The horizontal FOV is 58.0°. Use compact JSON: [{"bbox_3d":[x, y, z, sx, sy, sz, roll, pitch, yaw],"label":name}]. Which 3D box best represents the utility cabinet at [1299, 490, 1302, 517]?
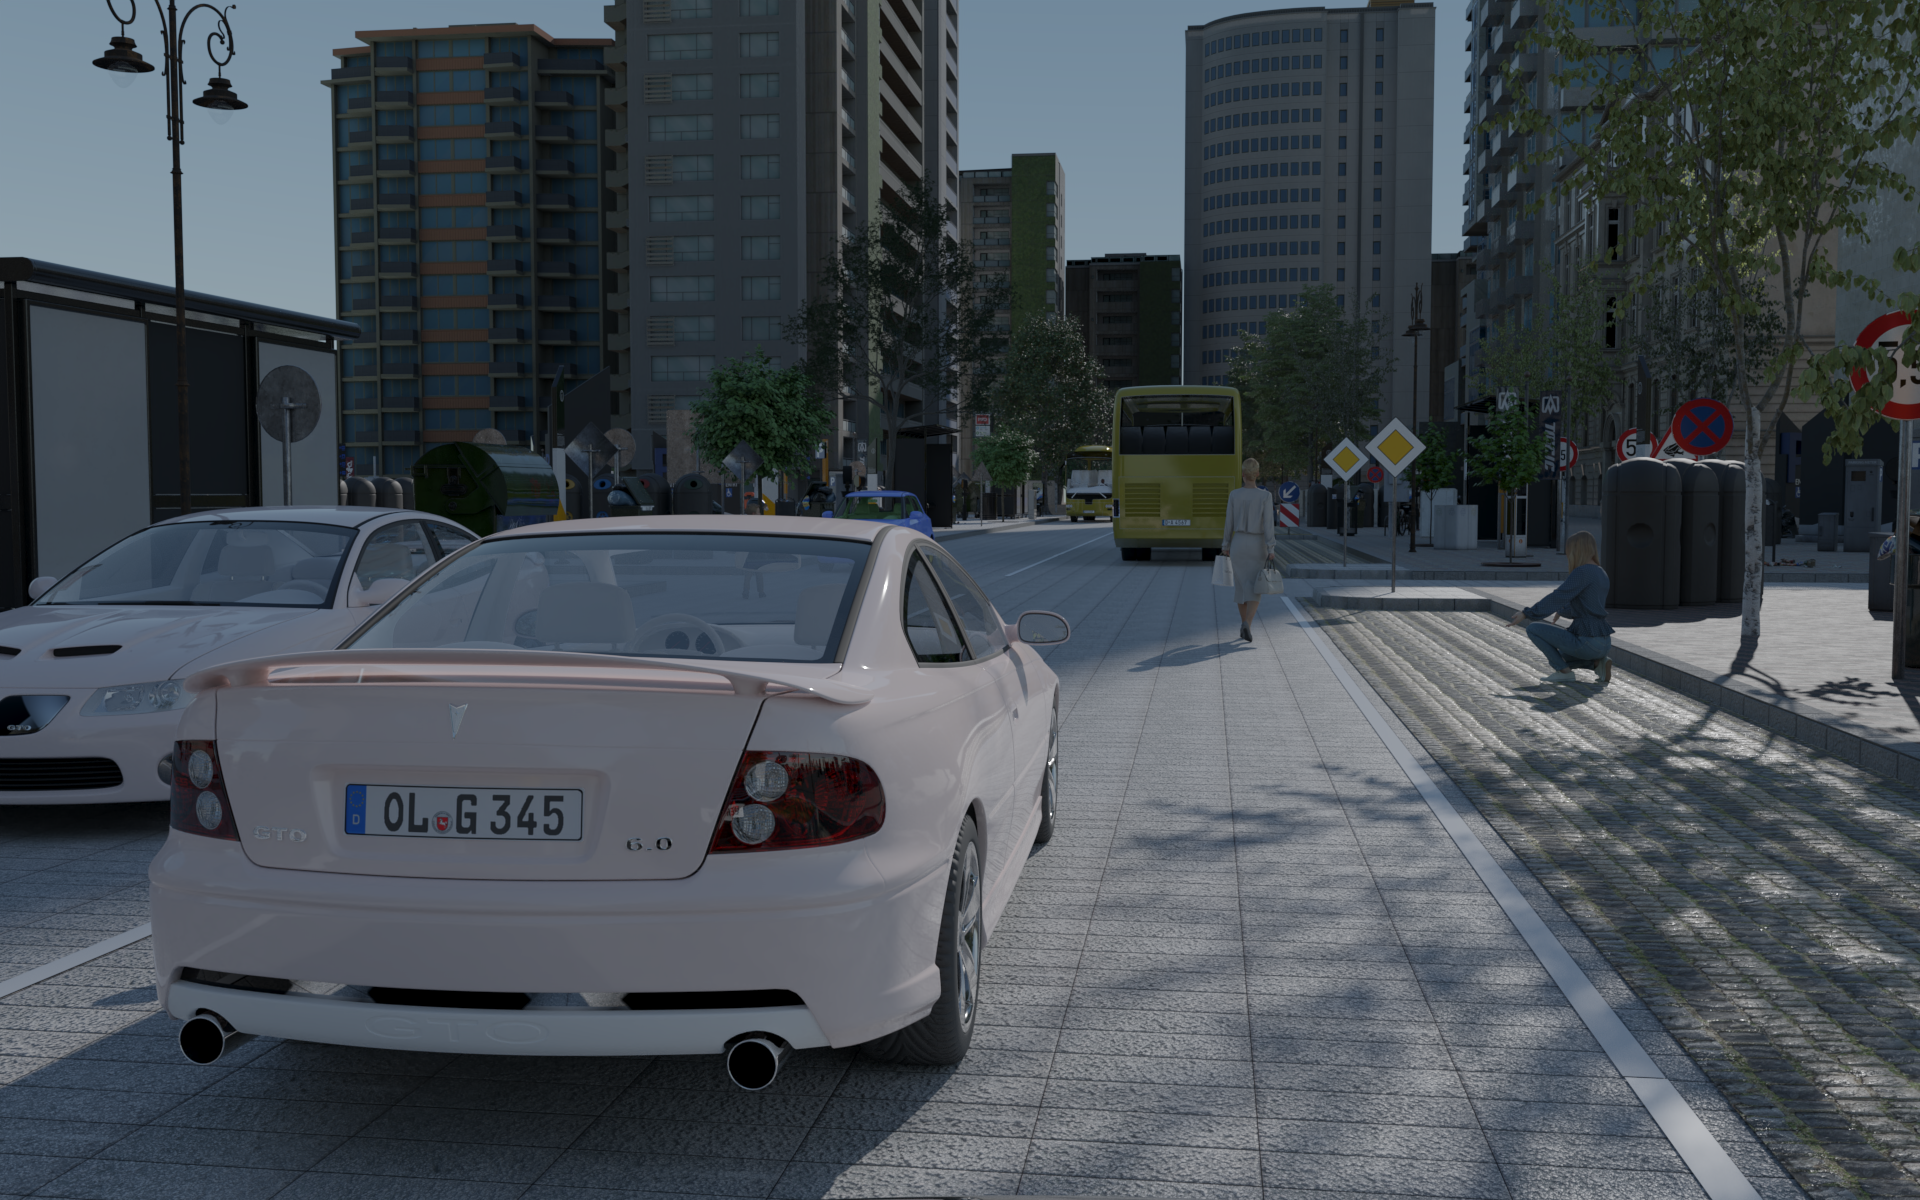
[{"bbox_3d":[19.599,-5.441,97.638,1.173,1.500,0.318,-3,5,-40],"label":"utility cabinet"}]

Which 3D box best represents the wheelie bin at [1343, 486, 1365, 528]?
[{"bbox_3d":[14.968,-3.535,65.709,0.693,1.594,0.980,-1,4,-21],"label":"wheelie bin"}]

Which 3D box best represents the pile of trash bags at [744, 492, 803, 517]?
[{"bbox_3d":[-8.351,-4.315,80.302,3.447,1.369,1.912,0,4,-1],"label":"pile of trash bags"}]

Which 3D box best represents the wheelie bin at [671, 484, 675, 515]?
[{"bbox_3d":[-8.485,-2.764,53.105,0.980,1.594,0.693,2,4,25],"label":"wheelie bin"}]

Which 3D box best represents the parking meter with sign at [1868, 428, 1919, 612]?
[{"bbox_3d":[10.809,-1.402,19.180,1.738,3.016,0.543,-2,4,-29],"label":"parking meter with sign"}]

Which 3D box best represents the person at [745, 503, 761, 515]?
[{"bbox_3d":[-2.854,-0.670,23.733,0.475,1.303,0.640,1,4,9],"label":"person"}]

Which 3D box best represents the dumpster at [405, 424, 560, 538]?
[{"bbox_3d":[-6.635,-1.321,24.096,1.502,2.255,1.985,0,4,8],"label":"dumpster"}]

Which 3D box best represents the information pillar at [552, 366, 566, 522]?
[{"bbox_3d":[-7.288,-2.456,31.506,0.183,3.616,0.504,0,4,5],"label":"information pillar"}]

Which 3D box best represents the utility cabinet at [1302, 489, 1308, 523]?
[{"bbox_3d":[15.235,-4.068,75.199,0.318,1.500,1.173,0,4,0],"label":"utility cabinet"}]

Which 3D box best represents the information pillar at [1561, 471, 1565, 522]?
[{"bbox_3d":[27.991,-5.441,80.309,0.183,3.616,0.504,2,4,25],"label":"information pillar"}]

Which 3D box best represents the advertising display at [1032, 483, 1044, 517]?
[{"bbox_3d":[4.427,-5.662,97.788,0.123,1.923,0.974,-2,4,-34],"label":"advertising display"}]

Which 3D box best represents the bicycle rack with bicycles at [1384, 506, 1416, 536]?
[{"bbox_3d":[14.044,-2.429,53.095,2.852,0.926,2.925,3,5,39],"label":"bicycle rack with bicycles"}]

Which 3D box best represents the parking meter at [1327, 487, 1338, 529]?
[{"bbox_3d":[13.578,-3.350,63.183,0.372,1.533,0.369,0,3,0],"label":"parking meter"}]

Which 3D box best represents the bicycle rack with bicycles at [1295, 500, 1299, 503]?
[{"bbox_3d":[20.937,-5.500,103.303,2.852,0.926,2.925,1,4,20],"label":"bicycle rack with bicycles"}]

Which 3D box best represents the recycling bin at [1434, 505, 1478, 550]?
[{"bbox_3d":[11.467,-1.683,40.066,0.722,1.027,0.722,-2,4,-34],"label":"recycling bin"}]

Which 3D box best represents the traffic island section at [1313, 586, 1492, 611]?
[{"bbox_3d":[5.677,-0.021,22.619,2.009,0.180,2.903,0,4,8],"label":"traffic island section"}]

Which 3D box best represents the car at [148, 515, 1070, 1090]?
[{"bbox_3d":[-0.707,0.400,5.821,2.083,1.381,4.827,0,4,7],"label":"car"}]

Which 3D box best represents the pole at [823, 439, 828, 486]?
[{"bbox_3d":[-5.008,-4.320,64.483,0.158,3.312,0.155,0,3,0],"label":"pole"}]

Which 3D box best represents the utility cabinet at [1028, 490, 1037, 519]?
[{"bbox_3d":[3.694,-4.849,87.966,0.318,1.500,1.173,1,4,9],"label":"utility cabinet"}]

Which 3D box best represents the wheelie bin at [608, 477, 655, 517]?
[{"bbox_3d":[-6.040,-1.457,31.736,0.693,1.594,0.980,1,4,14],"label":"wheelie bin"}]

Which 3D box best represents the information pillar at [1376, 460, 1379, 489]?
[{"bbox_3d":[19.296,-5.428,80.103,0.183,3.616,0.504,0,4,3],"label":"information pillar"}]

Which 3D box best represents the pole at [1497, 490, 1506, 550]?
[{"bbox_3d":[12.509,-2.819,39.926,0.158,3.312,0.155,0,3,0],"label":"pole"}]

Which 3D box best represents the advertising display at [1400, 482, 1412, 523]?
[{"bbox_3d":[20.077,-4.437,77.753,0.123,1.923,0.974,-2,4,-24],"label":"advertising display"}]

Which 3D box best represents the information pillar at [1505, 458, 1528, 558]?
[{"bbox_3d":[11.203,-1.857,34.849,0.304,2.012,0.304,-1,4,-20],"label":"information pillar"}]

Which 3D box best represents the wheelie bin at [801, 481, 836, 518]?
[{"bbox_3d":[-3.527,-2.181,43.565,0.693,1.594,0.980,2,4,32],"label":"wheelie bin"}]

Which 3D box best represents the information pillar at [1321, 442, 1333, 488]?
[{"bbox_3d":[15.817,-5.095,74.652,0.504,3.616,0.183,1,4,22],"label":"information pillar"}]

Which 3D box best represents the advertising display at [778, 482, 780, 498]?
[{"bbox_3d":[-9.491,-5.217,90.509,0.123,1.923,0.974,0,4,-8],"label":"advertising display"}]

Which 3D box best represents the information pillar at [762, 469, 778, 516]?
[{"bbox_3d":[-5.735,-3.736,52.445,0.504,3.616,0.183,-1,4,-18],"label":"information pillar"}]

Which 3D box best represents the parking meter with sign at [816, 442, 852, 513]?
[{"bbox_3d":[-4.022,-3.824,58.787,1.738,3.016,0.543,-3,4,-38],"label":"parking meter with sign"}]

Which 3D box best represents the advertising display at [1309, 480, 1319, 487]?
[{"bbox_3d":[16.721,-4.693,81.942,0.123,1.923,0.974,2,4,32],"label":"advertising display"}]

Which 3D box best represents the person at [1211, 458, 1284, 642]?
[{"bbox_3d":[2.785,-0.494,16.924,0.694,1.780,0.624,3,4,38],"label":"person"}]

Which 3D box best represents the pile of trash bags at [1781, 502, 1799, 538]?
[{"bbox_3d":[24.029,-2.522,50.981,3.447,1.369,1.912,0,4,-2],"label":"pile of trash bags"}]

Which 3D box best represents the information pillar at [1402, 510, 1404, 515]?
[{"bbox_3d":[26.302,-5.987,102.386,0.304,2.012,0.304,-1,4,-14],"label":"information pillar"}]

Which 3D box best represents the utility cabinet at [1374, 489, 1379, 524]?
[{"bbox_3d":[18.233,-3.995,74.002,1.173,1.500,0.318,-1,4,-23],"label":"utility cabinet"}]

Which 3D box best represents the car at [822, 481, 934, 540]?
[{"bbox_3d":[-1.583,-1.432,32.999,1.945,1.707,3.694,1,4,9],"label":"car"}]

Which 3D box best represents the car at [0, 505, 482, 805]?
[{"bbox_3d":[-3.694,0.183,9.374,2.083,1.381,4.827,0,4,7],"label":"car"}]

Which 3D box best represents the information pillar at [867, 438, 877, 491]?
[{"bbox_3d":[-3.627,-4.931,71.970,0.504,3.616,0.183,3,5,39],"label":"information pillar"}]

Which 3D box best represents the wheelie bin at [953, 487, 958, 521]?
[{"bbox_3d":[-0.536,-4.451,80.678,0.980,1.594,0.693,2,4,34],"label":"wheelie bin"}]

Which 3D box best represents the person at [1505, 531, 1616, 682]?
[{"bbox_3d":[4.561,0.050,13.181,1.012,1.151,0.738,-3,4,-39],"label":"person"}]

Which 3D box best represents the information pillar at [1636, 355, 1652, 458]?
[{"bbox_3d":[11.454,-2.307,29.075,0.183,3.616,0.504,0,4,4],"label":"information pillar"}]

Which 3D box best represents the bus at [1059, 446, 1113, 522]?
[{"bbox_3d":[7.392,-6.106,91.377,2.896,3.916,12.252,1,4,10],"label":"bus"}]

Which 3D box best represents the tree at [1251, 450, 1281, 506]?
[{"bbox_3d":[26.161,-11.867,144.388,4.737,8.622,4.395,0,3,0],"label":"tree"}]

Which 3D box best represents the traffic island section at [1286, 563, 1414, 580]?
[{"bbox_3d":[6.801,-0.504,30.524,2.009,0.180,2.903,0,4,8],"label":"traffic island section"}]

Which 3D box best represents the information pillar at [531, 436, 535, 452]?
[{"bbox_3d":[-17.070,-4.769,69.329,0.183,3.616,0.504,-1,4,-23],"label":"information pillar"}]

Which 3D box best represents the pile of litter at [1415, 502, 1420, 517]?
[{"bbox_3d":[25.733,-5.148,98.138,1.176,0.858,1.719,-2,4,-28],"label":"pile of litter"}]

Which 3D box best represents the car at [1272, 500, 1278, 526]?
[{"bbox_3d":[13.326,-4.035,77.978,2.014,1.417,4.499,0,4,8],"label":"car"}]

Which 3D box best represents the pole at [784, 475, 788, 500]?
[{"bbox_3d":[-10.493,-6.753,104.247,0.158,3.312,0.155,0,3,0],"label":"pole"}]

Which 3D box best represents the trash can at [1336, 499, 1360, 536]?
[{"bbox_3d":[11.818,-2.519,52.837,0.748,1.137,0.748,0,3,0],"label":"trash can"}]

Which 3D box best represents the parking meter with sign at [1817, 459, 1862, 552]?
[{"bbox_3d":[19.908,-2.563,38.163,1.738,3.016,0.543,3,4,38],"label":"parking meter with sign"}]
